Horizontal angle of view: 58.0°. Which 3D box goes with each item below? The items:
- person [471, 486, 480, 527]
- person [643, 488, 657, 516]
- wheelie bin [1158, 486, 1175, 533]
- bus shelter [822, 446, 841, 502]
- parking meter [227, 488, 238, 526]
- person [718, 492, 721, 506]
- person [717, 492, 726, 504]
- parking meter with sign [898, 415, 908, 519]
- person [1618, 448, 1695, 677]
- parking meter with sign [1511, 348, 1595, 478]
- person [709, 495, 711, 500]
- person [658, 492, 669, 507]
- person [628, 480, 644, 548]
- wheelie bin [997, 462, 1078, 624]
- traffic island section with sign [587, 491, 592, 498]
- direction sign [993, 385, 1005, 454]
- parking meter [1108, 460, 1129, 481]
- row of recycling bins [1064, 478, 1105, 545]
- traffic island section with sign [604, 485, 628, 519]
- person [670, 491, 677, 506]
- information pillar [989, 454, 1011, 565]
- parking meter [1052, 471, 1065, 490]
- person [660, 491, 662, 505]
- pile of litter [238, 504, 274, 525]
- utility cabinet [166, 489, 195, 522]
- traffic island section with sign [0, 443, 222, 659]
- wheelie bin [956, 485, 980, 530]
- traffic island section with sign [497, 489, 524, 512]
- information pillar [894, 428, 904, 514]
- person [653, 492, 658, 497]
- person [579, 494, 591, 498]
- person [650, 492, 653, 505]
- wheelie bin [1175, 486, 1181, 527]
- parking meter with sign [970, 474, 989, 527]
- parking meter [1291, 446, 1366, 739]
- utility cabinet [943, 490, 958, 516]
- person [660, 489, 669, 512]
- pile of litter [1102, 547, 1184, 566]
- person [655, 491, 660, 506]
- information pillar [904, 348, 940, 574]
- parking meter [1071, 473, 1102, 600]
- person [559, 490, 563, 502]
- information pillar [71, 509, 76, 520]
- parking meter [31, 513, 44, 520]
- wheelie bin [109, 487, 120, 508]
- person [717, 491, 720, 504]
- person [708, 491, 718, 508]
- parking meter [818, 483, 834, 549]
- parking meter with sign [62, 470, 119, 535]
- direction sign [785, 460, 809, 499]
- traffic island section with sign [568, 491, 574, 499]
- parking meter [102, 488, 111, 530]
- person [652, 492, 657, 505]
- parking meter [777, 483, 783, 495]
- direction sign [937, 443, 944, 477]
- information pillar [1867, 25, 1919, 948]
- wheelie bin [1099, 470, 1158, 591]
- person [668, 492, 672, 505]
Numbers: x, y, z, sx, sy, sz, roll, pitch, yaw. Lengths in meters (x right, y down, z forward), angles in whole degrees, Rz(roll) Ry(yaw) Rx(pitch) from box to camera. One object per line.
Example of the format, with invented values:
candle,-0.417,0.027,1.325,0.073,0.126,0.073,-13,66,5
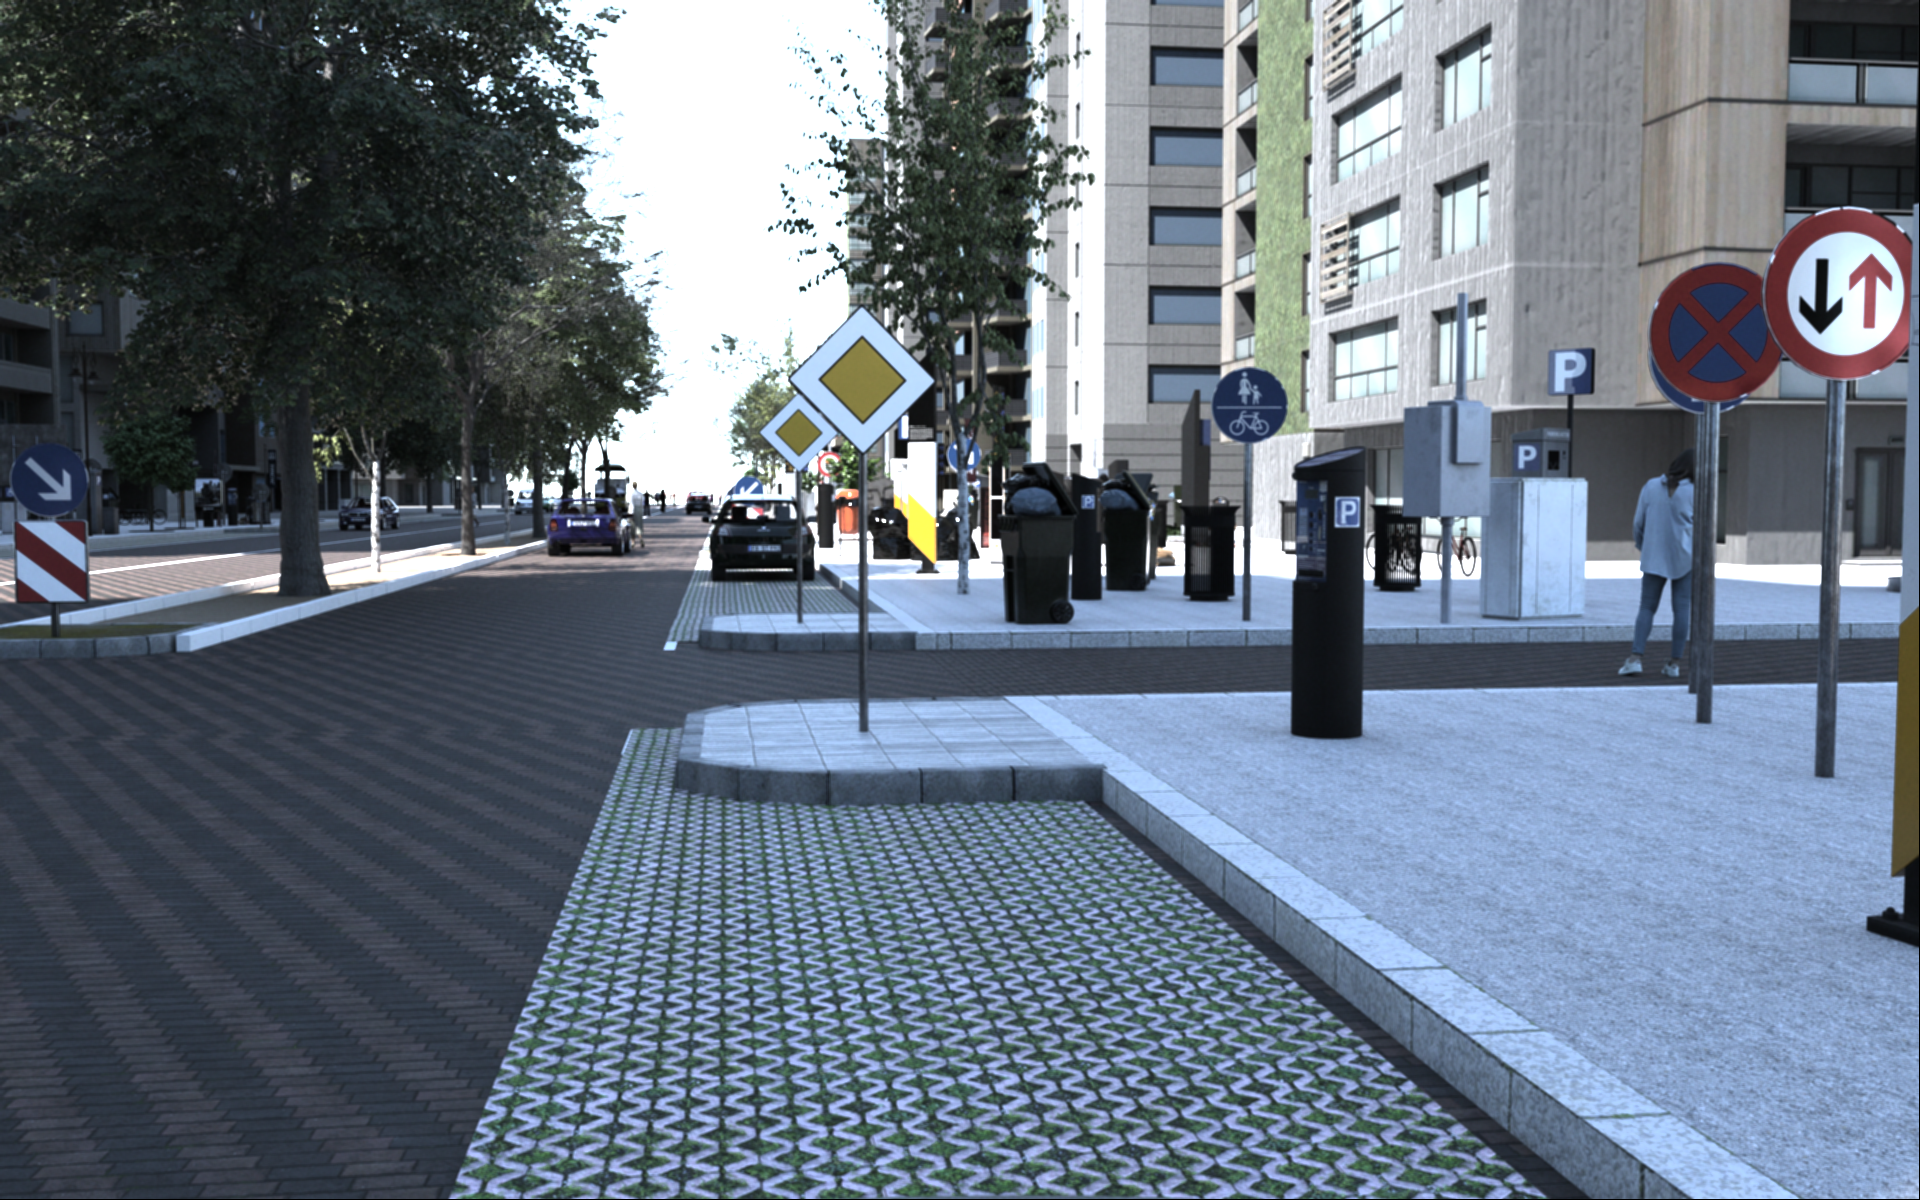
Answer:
person,-21.134,-4.064,75.299,0.624,1.780,0.694,-2,4,-35
person,-20.387,-6.381,112.845,1.348,1.821,0.705,-2,4,-32
wheelie bin,2.598,-1.115,26.141,0.980,1.594,0.693,3,4,37
bus shelter,-6.206,-5.844,86.838,1.731,3.624,6.357,0,4,-8
parking meter,-29.582,-3.794,70.437,0.372,1.533,0.369,0,3,0
person,-29.595,-12.477,213.430,0.436,1.711,0.756,-1,4,-16
person,-30.082,-12.765,217.925,1.217,1.735,0.721,0,4,-6
parking meter with sign,-0.896,-2.510,37.295,0.543,3.016,1.738,-1,4,-14
person,5.555,-0.297,13.623,0.793,1.790,0.793,0,4,-4
parking meter with sign,6.774,-1.471,20.320,0.543,3.016,1.738,3,5,44
person,-26.801,-10.655,185.940,0.599,1.433,0.991,2,4,29
person,-31.637,-10.809,185.172,1.348,1.831,0.705,1,4,21
person,-8.621,-2.294,46.241,0.478,1.798,0.641,-2,4,-31
wheelie bin,0.759,-0.572,17.256,0.693,1.594,0.980,-1,4,-18
traffic island section with sign,-47.512,-13.071,222.337,1.989,1.847,2.006,0,4,-8
direction sign,0.811,-2.714,36.376,0.379,3.537,0.876,1,4,16
parking meter,2.724,-1.475,29.836,0.255,1.863,0.399,-1,4,-14
row of recycling bins,2.558,-2.336,45.313,1.069,1.692,3.534,-3,4,-38
traffic island section with sign,-18.304,-5.038,90.505,2.006,1.907,1.989,0,4,-8
person,-33.546,-11.906,203.104,0.705,1.831,1.348,2,4,24
information pillar,0.725,-1.657,31.581,0.304,2.012,0.304,1,4,22
parking meter,2.386,-2.278,42.954,0.399,1.863,0.255,-1,4,-16
person,-24.532,-8.180,142.924,0.721,1.739,1.217,0,4,2
pile of litter,-29.803,-3.601,72.834,1.719,0.858,1.176,-1,4,-13
utility cabinet,-35.892,-4.348,79.775,1.173,1.500,0.318,-2,4,-33
traffic island section with sign,-8.176,-0.484,16.049,2.006,1.907,1.989,0,4,-8
wheelie bin,0.288,-3.339,62.503,0.693,1.594,0.980,-3,4,-38
traffic island section with sign,-36.325,-8.036,140.017,1.989,1.847,2.006,0,4,-8
information pillar,-1.739,-3.749,52.645,0.504,3.616,0.183,0,4,5
person,-41.177,-13.839,235.499,1.217,1.736,0.721,-2,4,-25
person,-32.041,-8.482,148.009,1.217,1.723,0.721,-1,4,-22
person,-40.605,-13.382,228.005,0.721,1.735,1.217,-1,4,-20
wheelie bin,8.216,-3.447,64.272,0.980,1.594,0.693,0,4,0
parking meter with sign,0.862,-4.346,67.313,0.543,3.016,1.738,2,4,33
parking meter,1.957,-0.049,9.206,0.372,1.533,0.369,0,3,0
utility cabinet,-0.289,-4.925,89.208,1.173,1.500,0.318,3,4,36
person,-23.278,-7.821,135.997,0.705,1.869,1.348,-3,5,-40
pile of litter,3.367,-1.037,30.918,1.719,0.858,1.176,0,4,2
person,-36.405,-12.262,208.964,0.705,1.826,1.348,1,4,18
information pillar,-0.590,-2.228,27.776,0.504,3.616,0.183,2,4,25
parking meter,1.541,-0.774,21.073,0.372,1.533,0.369,0,3,0
person,-35.293,-8.888,153.783,0.705,1.831,1.348,0,4,6
information pillar,-40.808,-4.611,79.877,0.304,2.012,0.304,-3,5,-42
parking meter,-28.783,-2.959,54.091,0.399,1.863,0.255,1,4,9
wheelie bin,-36.442,-4.062,74.326,0.693,1.594,0.980,-2,4,-33
person,-32.925,-14.010,237.707,1.348,1.807,0.705,3,5,45
person,-24.578,-9.969,172.171,1.217,1.739,0.721,2,4,25
parking meter,-3.150,-1.977,40.739,0.372,1.533,0.369,0,3,0
parking meter with sign,-27.625,-3.586,54.891,1.738,3.016,0.543,0,4,-2
direction sign,-6.078,-4.433,64.471,0.876,3.537,0.379,0,4,-1
traffic island section with sign,-43.883,-11.437,195.626,1.989,1.847,2.006,0,4,-8
parking meter,-30.892,-3.318,62.666,0.372,1.533,0.369,0,3,0
person,-38.906,-12.966,221.181,1.217,1.739,0.721,0,4,-2
parking meter,-9.240,-5.087,88.881,0.255,1.863,0.399,-1,4,-9
direction sign,-1.058,-5.206,77.113,0.876,3.537,0.379,-3,5,-40
information pillar,2.816,-0.820,4.758,0.183,3.616,0.504,-1,4,-15
wheelie bin,2.222,-0.933,23.164,0.693,1.594,0.980,1,4,10
person,-39.089,-13.729,233.648,1.217,1.739,0.721,2,4,32
